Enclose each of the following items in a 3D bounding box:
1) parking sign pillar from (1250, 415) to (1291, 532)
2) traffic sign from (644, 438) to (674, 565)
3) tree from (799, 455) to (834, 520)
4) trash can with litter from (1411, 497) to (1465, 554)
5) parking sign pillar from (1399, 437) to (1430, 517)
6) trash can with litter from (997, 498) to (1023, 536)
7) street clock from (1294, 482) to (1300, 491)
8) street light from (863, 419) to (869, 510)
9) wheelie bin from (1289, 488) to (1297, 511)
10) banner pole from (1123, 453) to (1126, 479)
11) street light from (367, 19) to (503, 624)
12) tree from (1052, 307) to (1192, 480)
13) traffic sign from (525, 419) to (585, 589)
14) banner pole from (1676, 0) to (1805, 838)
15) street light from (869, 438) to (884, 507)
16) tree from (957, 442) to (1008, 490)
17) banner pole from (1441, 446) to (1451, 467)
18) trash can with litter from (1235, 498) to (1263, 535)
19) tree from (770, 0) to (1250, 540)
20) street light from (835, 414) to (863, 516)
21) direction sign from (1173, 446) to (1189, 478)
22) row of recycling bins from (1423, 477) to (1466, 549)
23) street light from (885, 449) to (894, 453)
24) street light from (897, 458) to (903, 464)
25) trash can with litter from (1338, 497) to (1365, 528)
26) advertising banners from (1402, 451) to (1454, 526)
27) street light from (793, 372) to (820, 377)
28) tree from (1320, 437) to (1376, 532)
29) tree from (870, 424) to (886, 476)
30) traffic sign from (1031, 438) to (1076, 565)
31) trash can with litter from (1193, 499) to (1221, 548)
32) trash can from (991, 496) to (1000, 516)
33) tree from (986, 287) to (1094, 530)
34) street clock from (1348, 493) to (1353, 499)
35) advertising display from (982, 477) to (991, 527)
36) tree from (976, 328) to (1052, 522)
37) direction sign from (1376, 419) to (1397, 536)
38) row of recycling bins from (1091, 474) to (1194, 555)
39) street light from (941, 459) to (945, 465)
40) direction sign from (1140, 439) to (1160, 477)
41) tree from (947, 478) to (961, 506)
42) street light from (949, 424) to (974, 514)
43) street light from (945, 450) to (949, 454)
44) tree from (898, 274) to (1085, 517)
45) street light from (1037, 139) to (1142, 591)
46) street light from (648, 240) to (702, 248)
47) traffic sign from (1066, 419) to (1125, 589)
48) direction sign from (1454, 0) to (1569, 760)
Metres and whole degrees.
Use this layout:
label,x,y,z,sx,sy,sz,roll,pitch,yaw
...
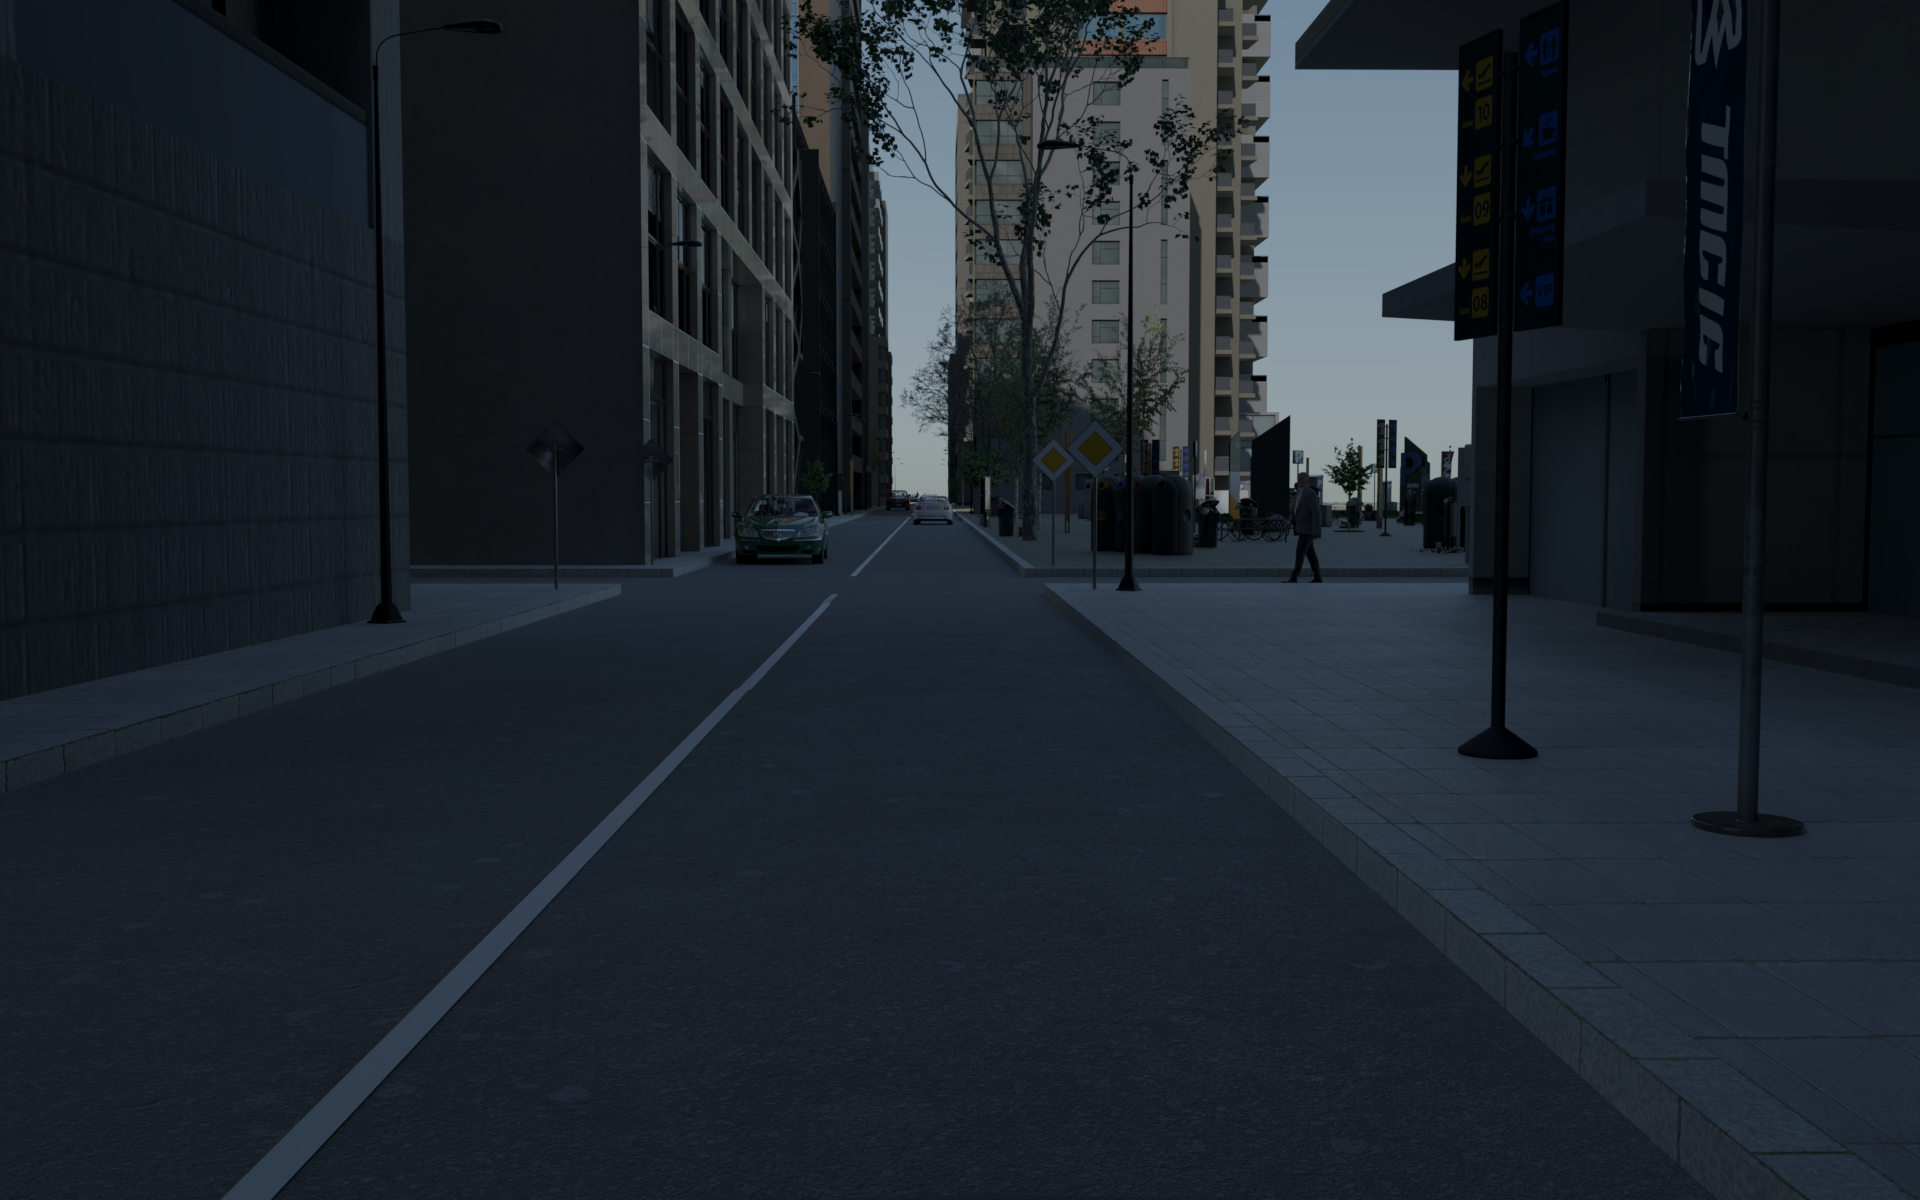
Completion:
label,x,y,z,sx,sy,sz,roll,pitch,yaw
parking sign pillar,10.579,-4.320,59.102,1.447,3.967,1.447,0,4,3
traffic sign,-5.557,-1.687,31.226,0.795,2.450,0.064,0,4,-1
tree,-6.935,-5.523,84.907,1.663,3.219,1.824,0,3,0
trash can with litter,10.605,-1.653,38.083,1.678,1.210,2.233,2,4,26
parking sign pillar,21.107,-5.636,80.614,1.447,3.967,1.447,-2,4,-34
trash can with litter,1.650,-2.521,52.611,1.055,1.170,0.624,1,4,8
street clock,20.758,-6.237,106.548,0.358,2.002,0.471,3,5,43
street light,-6.559,-8.260,107.594,1.470,5.913,1.316,0,4,-1
wheelie bin,16.689,-4.864,87.431,0.980,1.594,0.693,-2,4,-25
banner pole,9.198,-6.508,96.425,0.401,3.779,0.863,1,4,21
street light,-5.177,-2.725,17.099,1.470,5.913,1.316,0,4,-1
tree,6.846,-7.176,67.692,4.737,8.622,4.395,0,3,0
traffic sign,-5.428,-1.199,23.242,0.795,2.450,0.064,0,4,-1
banner pole,3.012,-1.025,6.771,0.401,3.779,0.863,0,4,-3
street light,-7.233,-10.417,142.854,1.470,5.913,1.316,0,4,-1
tree,1.466,-7.713,109.824,4.285,4.588,4.351,0,3,0
banner pole,25.186,-6.096,89.692,0.401,3.779,0.863,-2,4,-28
trash can with litter,9.117,-2.624,54.289,0.624,1.170,1.055,3,4,39
tree,1.186,-11.645,46.291,12.611,20.169,13.585,0,3,0
street light,-6.572,-7.828,100.526,1.470,5.913,1.316,0,4,-1
direction sign,10.462,-5.512,82.120,0.876,3.537,0.379,3,4,37
row of recycling bins,12.251,-2.129,41.918,1.069,1.692,3.534,3,4,38
street light,-7.746,-12.536,177.496,1.470,5.913,1.316,0,4,-1
street light,-8.493,-15.469,225.458,1.470,5.913,1.316,0,4,-1
trash can with litter,14.690,-3.282,65.044,0.624,1.170,1.055,3,5,45
advertising banners,18.998,-4.532,70.293,2.074,3.025,0.090,0,4,2
street light,-6.028,-5.730,66.219,1.470,5.913,1.316,0,4,-1
tree,13.284,-3.911,58.544,1.663,3.219,1.824,0,3,0
tree,-9.677,-14.189,182.344,4.737,8.622,4.395,0,3,0
traffic sign,1.687,-1.693,31.322,0.795,2.450,0.064,0,4,-1
trash can with litter,5.777,-1.851,41.651,0.624,1.170,1.055,-2,4,-30
trash can,2.006,-5.595,103.124,0.748,1.137,0.748,0,3,0
tree,2.836,-6.847,62.315,4.360,8.622,3.978,0,3,0
street clock,22.975,-5.958,101.982,0.358,2.002,0.471,3,5,42
advertising display,1.023,-3.775,66.932,0.123,1.923,0.974,1,4,13
tree,2.774,-7.808,78.026,4.737,8.622,4.395,0,3,0
direction sign,12.935,-3.705,52.567,0.876,3.537,0.379,-2,4,-35
row of recycling bins,3.967,-1.877,37.810,1.069,1.692,3.534,-2,4,-24
street light,-0.981,-12.856,182.735,1.470,5.913,1.316,0,4,-1
direction sign,7.891,-4.892,71.984,0.876,3.537,0.379,2,4,35
tree,-0.358,-11.970,190.317,1.663,3.219,1.824,0,3,0
street light,0.200,-8.644,113.867,1.470,5.913,1.316,0,4,-1
street light,-0.292,-10.742,148.174,1.470,5.913,1.316,0,4,-1
tree,1.710,-11.368,96.231,12.009,13.543,11.850,0,3,0
street light,1.706,-3.078,22.872,1.470,5.913,1.316,0,4,-1
street light,-5.406,-3.624,31.789,1.470,5.913,1.316,0,4,-1
traffic sign,1.815,-1.205,23.338,0.795,2.450,0.064,0,4,-1
direction sign,2.651,-1.005,8.436,0.379,3.537,0.876,-1,4,-16
